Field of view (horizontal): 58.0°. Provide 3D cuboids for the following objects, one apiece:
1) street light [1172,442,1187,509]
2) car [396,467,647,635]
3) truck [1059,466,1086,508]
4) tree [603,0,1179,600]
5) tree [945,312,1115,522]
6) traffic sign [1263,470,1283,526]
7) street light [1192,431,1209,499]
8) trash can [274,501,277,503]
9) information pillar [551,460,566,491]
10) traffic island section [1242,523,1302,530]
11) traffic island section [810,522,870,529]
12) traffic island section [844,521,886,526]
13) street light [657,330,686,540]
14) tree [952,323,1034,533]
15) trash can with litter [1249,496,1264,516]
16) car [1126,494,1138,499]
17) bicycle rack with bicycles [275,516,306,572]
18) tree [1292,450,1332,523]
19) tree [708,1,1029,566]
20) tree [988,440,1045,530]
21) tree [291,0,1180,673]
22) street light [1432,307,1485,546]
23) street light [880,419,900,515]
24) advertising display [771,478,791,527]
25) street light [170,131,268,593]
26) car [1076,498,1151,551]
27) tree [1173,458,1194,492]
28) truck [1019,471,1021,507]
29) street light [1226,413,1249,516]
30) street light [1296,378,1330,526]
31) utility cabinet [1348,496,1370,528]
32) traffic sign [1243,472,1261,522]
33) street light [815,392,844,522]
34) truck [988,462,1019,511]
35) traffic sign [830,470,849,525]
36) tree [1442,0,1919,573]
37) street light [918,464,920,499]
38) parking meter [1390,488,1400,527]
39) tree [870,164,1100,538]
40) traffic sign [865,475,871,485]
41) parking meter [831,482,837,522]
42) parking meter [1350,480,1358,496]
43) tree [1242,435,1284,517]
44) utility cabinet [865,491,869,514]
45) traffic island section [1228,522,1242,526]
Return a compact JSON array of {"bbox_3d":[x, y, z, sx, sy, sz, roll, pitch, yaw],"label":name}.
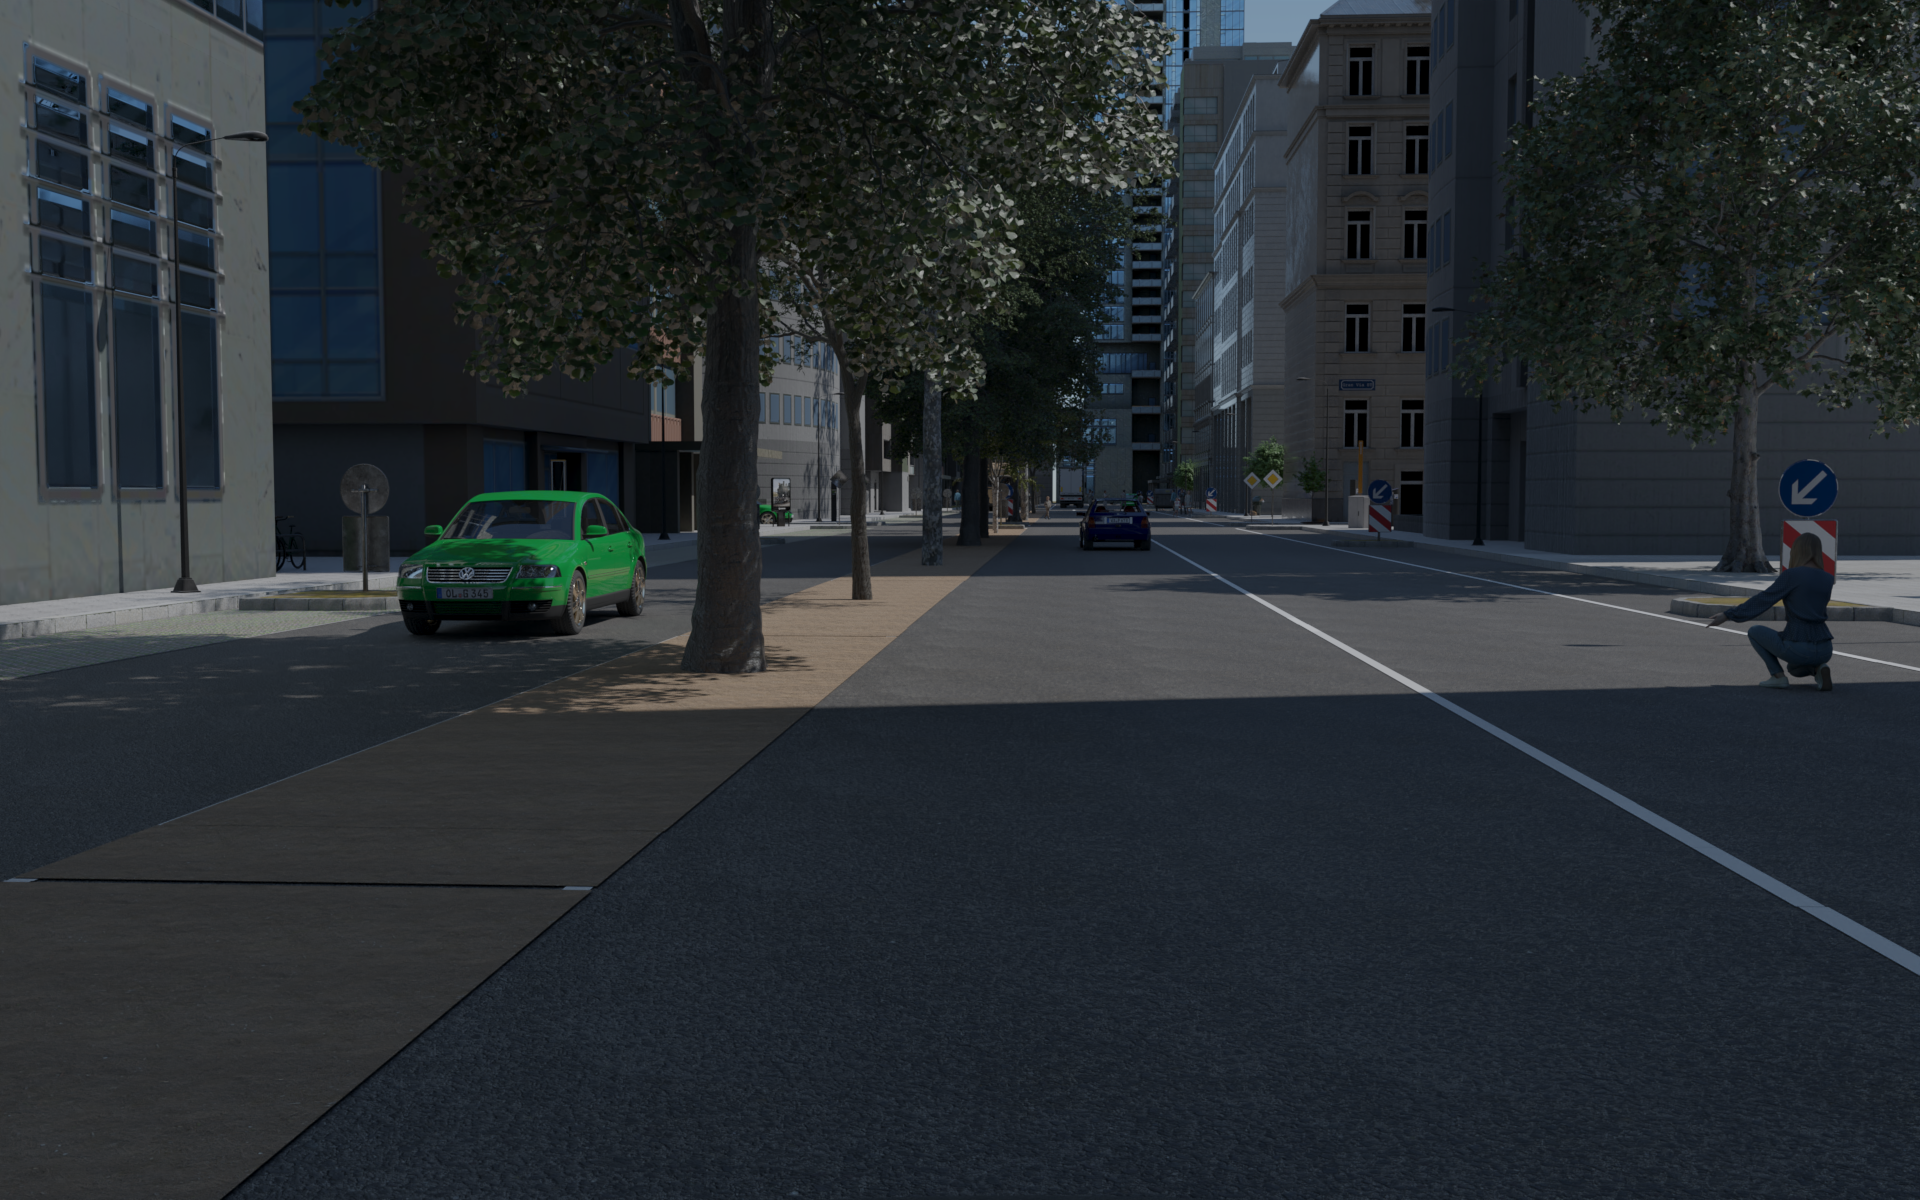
[{"bbox_3d":[19.413,-11.044,153.104,1.470,5.913,1.316,0,4,4],"label":"street light"},{"bbox_3d":[-4.693,-0.626,19.031,1.959,1.807,4.718,0,4,2],"label":"car"},{"bbox_3d":[11.760,-11.783,181.557,2.839,4.237,11.283,0,4,5],"label":"truck"},{"bbox_3d":[-1.276,-5.292,23.395,8.767,10.594,7.601,0,4,4],"label":"tree"},{"bbox_3d":[2.589,-9.947,82.102,9.611,12.733,9.660,0,3,0],"label":"tree"},{"bbox_3d":[12.682,-4.075,70.267,0.795,2.450,0.064,0,4,4],"label":"traffic sign"},{"bbox_3d":[17.682,-9.444,126.958,1.470,5.913,1.316,0,4,4],"label":"street light"},{"bbox_3d":[-13.924,-1.386,34.311,0.748,1.137,0.748,0,3,0],"label":"trash can"},{"bbox_3d":[-8.641,-2.008,37.325,0.304,2.012,0.304,-1,4,-9],"label":"information pillar"},{"bbox_3d":[12.706,-2.940,70.342,2.009,0.180,2.903,0,4,4],"label":"traffic island section"},{"bbox_3d":[-5.000,-3.008,71.456,2.009,0.180,2.903,0,4,4],"label":"traffic island section"},{"bbox_3d":[-4.500,-3.495,79.425,2.009,0.180,2.903,0,4,4],"label":"traffic island section"},{"bbox_3d":[-7.763,-4.640,48.402,1.470,5.913,1.316,0,4,4],"label":"street light"},{"bbox_3d":[1.307,-6.742,63.052,4.360,8.622,3.978,0,3,0],"label":"tree"},{"bbox_3d":[17.423,-5.531,101.823,0.624,1.170,1.055,2,4,30],"label":"trash can with litter"},{"bbox_3d":[16.142,-9.518,164.414,1.959,1.807,4.718,0,4,3],"label":"car"},{"bbox_3d":[-11.967,-0.935,28.674,2.852,0.926,2.925,2,4,24],"label":"bicycle rack with bicycles"},{"bbox_3d":[15.638,-5.019,76.665,1.663,3.219,1.824,0,3,0],"label":"tree"},{"bbox_3d":[-1.715,-10.800,34.931,12.611,20.169,13.585,0,3,0],"label":"tree"},{"bbox_3d":[1.386,-7.026,67.696,4.737,8.622,4.395,0,3,0],"label":"tree"},{"bbox_3d":[-1.914,-6.400,13.759,9.857,13.997,8.962,0,3,0],"label":"tree"},{"bbox_3d":[12.398,-4.315,43.092,1.470,5.913,1.316,0,4,4],"label":"street light"},{"bbox_3d":[-4.218,-8.136,105.567,1.470,5.913,1.316,0,4,4],"label":"street light"},{"bbox_3d":[-7.046,-3.848,68.129,0.123,1.923,0.974,3,5,40],"label":"advertising display"},{"bbox_3d":[-9.550,-3.046,22.351,1.470,5.913,1.316,0,4,4],"label":"street light"},{"bbox_3d":[4.025,-1.998,45.254,1.945,1.354,3.894,0,4,2],"label":"car"},{"bbox_3d":[20.831,-10.598,156.991,4.285,4.588,4.351,0,3,0],"label":"tree"},{"bbox_3d":[5.833,-12.535,193.862,2.839,4.237,11.283,0,4,5],"label":"truck"},{"bbox_3d":[15.975,-7.778,99.717,1.470,5.913,1.316,0,4,4],"label":"street light"},{"bbox_3d":[14.104,-5.909,69.147,1.470,5.913,1.316,0,4,4],"label":"street light"},{"bbox_3d":[14.969,-3.294,65.021,0.306,1.237,1.020,-1,4,-21],"label":"utility cabinet"},{"bbox_3d":[13.183,-4.562,78.236,0.795,2.450,0.064,0,4,4],"label":"traffic sign"},{"bbox_3d":[-5.930,-6.528,79.271,1.470,5.913,1.316,0,4,4],"label":"street light"},{"bbox_3d":[3.478,-9.628,146.338,2.839,4.237,11.283,0,4,5],"label":"truck"},{"bbox_3d":[-4.976,-4.144,71.393,0.795,2.450,0.064,0,4,4],"label":"traffic sign"},{"bbox_3d":[12.827,-6.803,28.242,9.611,12.733,9.660,0,3,0],"label":"tree"},{"bbox_3d":[-2.582,-9.735,131.708,1.470,5.913,1.316,0,4,4],"label":"street light"},{"bbox_3d":[17.079,-3.650,68.092,0.372,1.533,0.369,0,3,0],"label":"parking meter"},{"bbox_3d":[0.666,-8.306,56.388,7.486,12.596,7.792,0,3,0],"label":"tree"},{"bbox_3d":[-4.476,-4.631,79.362,0.795,2.450,0.064,0,4,4],"label":"traffic sign"},{"bbox_3d":[-5.884,-4.591,80.776,0.255,1.863,0.399,0,4,-7],"label":"parking meter"},{"bbox_3d":[15.967,-3.934,70.026,0.399,1.863,0.255,-3,5,-42],"label":"parking meter"},{"bbox_3d":[17.361,-6.859,95.866,4.285,4.588,4.351,0,3,0],"label":"tree"},{"bbox_3d":[-6.278,-6.104,108.475,1.173,1.500,0.318,2,4,27],"label":"utility cabinet"},{"bbox_3d":[13.207,-3.427,78.312,2.009,0.180,2.903,0,4,4],"label":"traffic island section"}]
